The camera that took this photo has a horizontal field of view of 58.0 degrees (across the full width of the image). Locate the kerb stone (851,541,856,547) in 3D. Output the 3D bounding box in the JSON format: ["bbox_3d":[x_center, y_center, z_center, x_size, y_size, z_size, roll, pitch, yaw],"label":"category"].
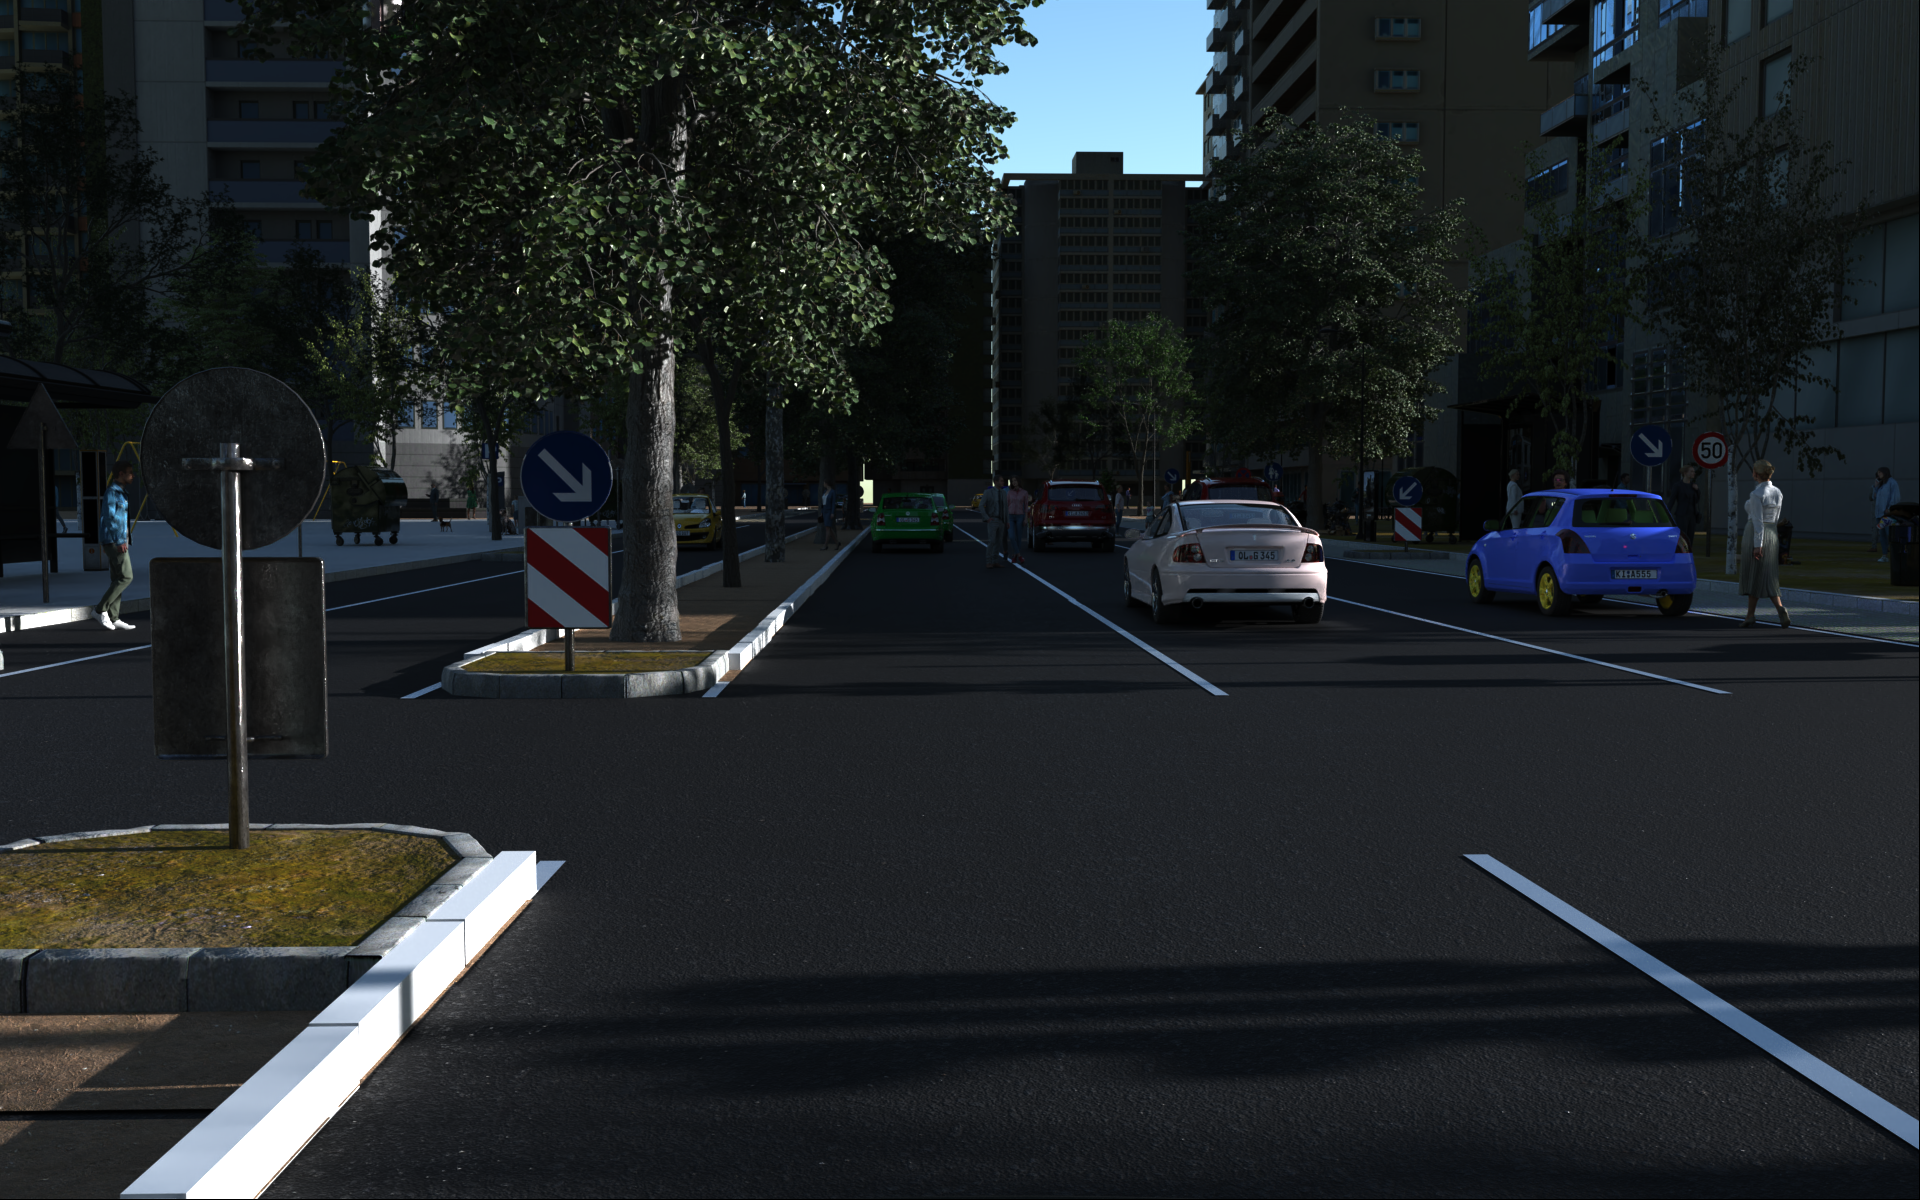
[{"bbox_3d":[-2.790,-1.344,44.216,0.120,0.150,1.000,0,4,-2],"label":"kerb stone"}]

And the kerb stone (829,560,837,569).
[{"bbox_3d":[-2.401,-0.596,31.936,0.120,0.150,1.000,0,4,-2],"label":"kerb stone"}]

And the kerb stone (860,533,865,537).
[{"bbox_3d":[-3.096,-1.911,53.468,0.120,0.150,1.000,0,4,-2],"label":"kerb stone"}]

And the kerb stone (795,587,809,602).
[{"bbox_3d":[-2.109,-0.030,22.719,0.120,0.150,1.000,0,4,-2],"label":"kerb stone"}]

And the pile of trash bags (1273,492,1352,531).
[{"bbox_3d":[12.067,-3.113,60.642,1.912,1.369,3.447,-2,4,-34],"label":"pile of trash bags"}]

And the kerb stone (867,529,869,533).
[{"bbox_3d":[-3.285,-2.289,59.617,0.120,0.150,1.000,0,4,-2],"label":"kerb stone"}]

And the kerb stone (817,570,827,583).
[{"bbox_3d":[-2.264,-0.345,27.832,0.120,0.150,1.000,0,4,-2],"label":"kerb stone"}]

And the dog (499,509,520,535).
[{"bbox_3d":[-14.054,-2.442,54.308,0.800,0.831,0.513,-1,4,-8],"label":"dog"}]

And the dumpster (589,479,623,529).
[{"bbox_3d":[-12.885,-3.732,63.510,1.502,2.255,1.985,0,4,-2],"label":"dumpster"}]

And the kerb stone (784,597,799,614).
[{"bbox_3d":[-2.044,0.096,20.670,0.120,0.150,1.000,0,4,-2],"label":"kerb stone"}]

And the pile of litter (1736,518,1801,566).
[{"bbox_3d":[14.850,-1.098,31.915,1.176,0.858,1.719,2,4,24],"label":"pile of litter"}]

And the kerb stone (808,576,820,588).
[{"bbox_3d":[-2.210,-0.220,25.788,0.120,0.150,1.000,0,4,-2],"label":"kerb stone"}]

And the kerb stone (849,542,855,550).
[{"bbox_3d":[-2.758,-1.284,43.194,0.120,0.150,1.000,0,4,-2],"label":"kerb stone"}]

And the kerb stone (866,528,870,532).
[{"bbox_3d":[-3.320,-2.351,60.638,0.120,0.150,1.000,0,4,-2],"label":"kerb stone"}]

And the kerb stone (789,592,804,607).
[{"bbox_3d":[-2.075,0.030,21.698,0.120,0.150,1.000,0,4,-2],"label":"kerb stone"}]

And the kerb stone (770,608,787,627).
[{"bbox_3d":[-1.981,0.219,18.616,0.120,0.150,1.000,0,4,-2],"label":"kerb stone"}]

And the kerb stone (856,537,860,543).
[{"bbox_3d":[-2.929,-1.597,48.313,0.120,0.150,1.000,0,4,-2],"label":"kerb stone"}]

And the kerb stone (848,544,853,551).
[{"bbox_3d":[-2.733,-1.219,42.172,0.120,0.150,1.000,0,4,-2],"label":"kerb stone"}]

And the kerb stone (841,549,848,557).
[{"bbox_3d":[-2.605,-0.972,38.084,0.120,0.150,1.000,0,4,-2],"label":"kerb stone"}]

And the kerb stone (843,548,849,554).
[{"bbox_3d":[-2.634,-1.034,39.106,0.120,0.150,1.000,0,4,-2],"label":"kerb stone"}]

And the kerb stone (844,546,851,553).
[{"bbox_3d":[-2.668,-1.094,40.128,0.120,0.150,1.000,0,4,-2],"label":"kerb stone"}]

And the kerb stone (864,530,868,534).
[{"bbox_3d":[-3.218,-2.159,57.574,0.120,0.150,1.000,0,4,-2],"label":"kerb stone"}]

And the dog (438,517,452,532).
[{"bbox_3d":[-17.608,-2.593,59.223,0.540,0.507,0.406,-1,4,-9],"label":"dog"}]

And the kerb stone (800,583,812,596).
[{"bbox_3d":[-2.147,-0.095,23.742,0.120,0.150,1.000,0,4,-2],"label":"kerb stone"}]

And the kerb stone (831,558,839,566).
[{"bbox_3d":[-2.438,-0.658,32.962,0.120,0.150,1.000,0,4,-2],"label":"kerb stone"}]

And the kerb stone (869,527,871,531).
[{"bbox_3d":[-3.390,-2.477,62.688,0.120,0.150,1.000,0,4,-2],"label":"kerb stone"}]

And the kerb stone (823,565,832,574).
[{"bbox_3d":[-2.330,-0.470,29.885,0.120,0.150,1.000,0,4,-2],"label":"kerb stone"}]

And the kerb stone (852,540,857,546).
[{"bbox_3d":[-2.821,-1.410,45.245,0.120,0.150,1.000,0,4,-2],"label":"kerb stone"}]

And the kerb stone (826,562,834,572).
[{"bbox_3d":[-2.370,-0.532,30.907,0.120,0.150,1.000,0,4,-2],"label":"kerb stone"}]

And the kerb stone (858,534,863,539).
[{"bbox_3d":[-3.024,-1.786,51.404,0.120,0.150,1.000,0,4,-2],"label":"kerb stone"}]

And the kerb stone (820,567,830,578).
[{"bbox_3d":[-2.295,-0.407,28.854,0.120,0.150,1.000,0,4,-2],"label":"kerb stone"}]

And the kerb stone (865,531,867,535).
[{"bbox_3d":[-3.188,-2.100,56.538,0.120,0.150,1.000,0,4,-2],"label":"kerb stone"}]

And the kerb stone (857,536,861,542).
[{"bbox_3d":[-2.953,-1.658,49.335,0.120,0.150,1.000,0,4,-2],"label":"kerb stone"}]

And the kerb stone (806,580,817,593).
[{"bbox_3d":[-2.170,-0.156,24.764,0.120,0.150,1.000,0,4,-2],"label":"kerb stone"}]

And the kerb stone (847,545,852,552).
[{"bbox_3d":[-2.700,-1.159,41.150,0.120,0.150,1.000,0,4,-2],"label":"kerb stone"}]

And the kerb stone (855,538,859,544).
[{"bbox_3d":[-2.897,-1.531,47.292,0.120,0.150,1.000,0,4,-2],"label":"kerb stone"}]

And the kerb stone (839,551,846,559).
[{"bbox_3d":[-2.569,-0.909,37.062,0.120,0.150,1.000,0,4,-2],"label":"kerb stone"}]

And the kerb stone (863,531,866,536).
[{"bbox_3d":[-3.160,-2.036,55.516,0.120,0.150,1.000,0,4,-2],"label":"kerb stone"}]

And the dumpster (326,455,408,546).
[{"bbox_3d":[-14.882,-2.506,43.460,1.502,2.255,1.985,0,4,-2],"label":"dumpster"}]

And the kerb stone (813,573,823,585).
[{"bbox_3d":[-2.240,-0.282,26.810,0.120,0.150,1.000,0,4,-2],"label":"kerb stone"}]

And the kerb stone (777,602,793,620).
[{"bbox_3d":[-2.011,0.160,19.638,0.120,0.150,1.000,0,4,-2],"label":"kerb stone"}]

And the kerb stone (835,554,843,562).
[{"bbox_3d":[-2.500,-0.784,35.018,0.120,0.150,1.000,0,4,-2],"label":"kerb stone"}]

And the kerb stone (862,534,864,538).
[{"bbox_3d":[-3.057,-1.849,52.434,0.120,0.150,1.000,0,4,-2],"label":"kerb stone"}]

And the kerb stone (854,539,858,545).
[{"bbox_3d":[-2.858,-1.472,46.270,0.120,0.150,1.000,0,4,-2],"label":"kerb stone"}]

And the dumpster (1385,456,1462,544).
[{"bbox_3d":[12.000,-2.591,44.861,1.502,2.255,1.985,0,4,-2],"label":"dumpster"}]

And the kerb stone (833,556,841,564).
[{"bbox_3d":[-2.471,-0.717,33.991,0.120,0.150,1.000,0,4,-2],"label":"kerb stone"}]

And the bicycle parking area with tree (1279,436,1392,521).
[{"bbox_3d":[18.384,-6.024,85.497,8.231,4.147,9.016,0,4,6],"label":"bicycle parking area with tree"}]

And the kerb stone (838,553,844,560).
[{"bbox_3d":[-2.540,-0.844,36.040,0.120,0.150,1.000,0,4,-2],"label":"kerb stone"}]

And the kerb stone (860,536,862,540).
[{"bbox_3d":[-2.992,-1.712,50.367,0.120,0.150,1.000,0,4,-2],"label":"kerb stone"}]

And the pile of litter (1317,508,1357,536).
[{"bbox_3d":[11.696,-2.439,53.838,1.176,0.858,1.719,0,4,-6],"label":"pile of litter"}]

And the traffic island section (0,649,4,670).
[{"bbox_3d":[-8.794,0.553,13.239,2.009,0.180,2.903,0,4,-2],"label":"traffic island section"}]

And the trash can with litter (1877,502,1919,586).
[{"bbox_3d":[13.404,-0.795,24.381,1.055,1.170,0.624,-3,5,-43],"label":"trash can with litter"}]
